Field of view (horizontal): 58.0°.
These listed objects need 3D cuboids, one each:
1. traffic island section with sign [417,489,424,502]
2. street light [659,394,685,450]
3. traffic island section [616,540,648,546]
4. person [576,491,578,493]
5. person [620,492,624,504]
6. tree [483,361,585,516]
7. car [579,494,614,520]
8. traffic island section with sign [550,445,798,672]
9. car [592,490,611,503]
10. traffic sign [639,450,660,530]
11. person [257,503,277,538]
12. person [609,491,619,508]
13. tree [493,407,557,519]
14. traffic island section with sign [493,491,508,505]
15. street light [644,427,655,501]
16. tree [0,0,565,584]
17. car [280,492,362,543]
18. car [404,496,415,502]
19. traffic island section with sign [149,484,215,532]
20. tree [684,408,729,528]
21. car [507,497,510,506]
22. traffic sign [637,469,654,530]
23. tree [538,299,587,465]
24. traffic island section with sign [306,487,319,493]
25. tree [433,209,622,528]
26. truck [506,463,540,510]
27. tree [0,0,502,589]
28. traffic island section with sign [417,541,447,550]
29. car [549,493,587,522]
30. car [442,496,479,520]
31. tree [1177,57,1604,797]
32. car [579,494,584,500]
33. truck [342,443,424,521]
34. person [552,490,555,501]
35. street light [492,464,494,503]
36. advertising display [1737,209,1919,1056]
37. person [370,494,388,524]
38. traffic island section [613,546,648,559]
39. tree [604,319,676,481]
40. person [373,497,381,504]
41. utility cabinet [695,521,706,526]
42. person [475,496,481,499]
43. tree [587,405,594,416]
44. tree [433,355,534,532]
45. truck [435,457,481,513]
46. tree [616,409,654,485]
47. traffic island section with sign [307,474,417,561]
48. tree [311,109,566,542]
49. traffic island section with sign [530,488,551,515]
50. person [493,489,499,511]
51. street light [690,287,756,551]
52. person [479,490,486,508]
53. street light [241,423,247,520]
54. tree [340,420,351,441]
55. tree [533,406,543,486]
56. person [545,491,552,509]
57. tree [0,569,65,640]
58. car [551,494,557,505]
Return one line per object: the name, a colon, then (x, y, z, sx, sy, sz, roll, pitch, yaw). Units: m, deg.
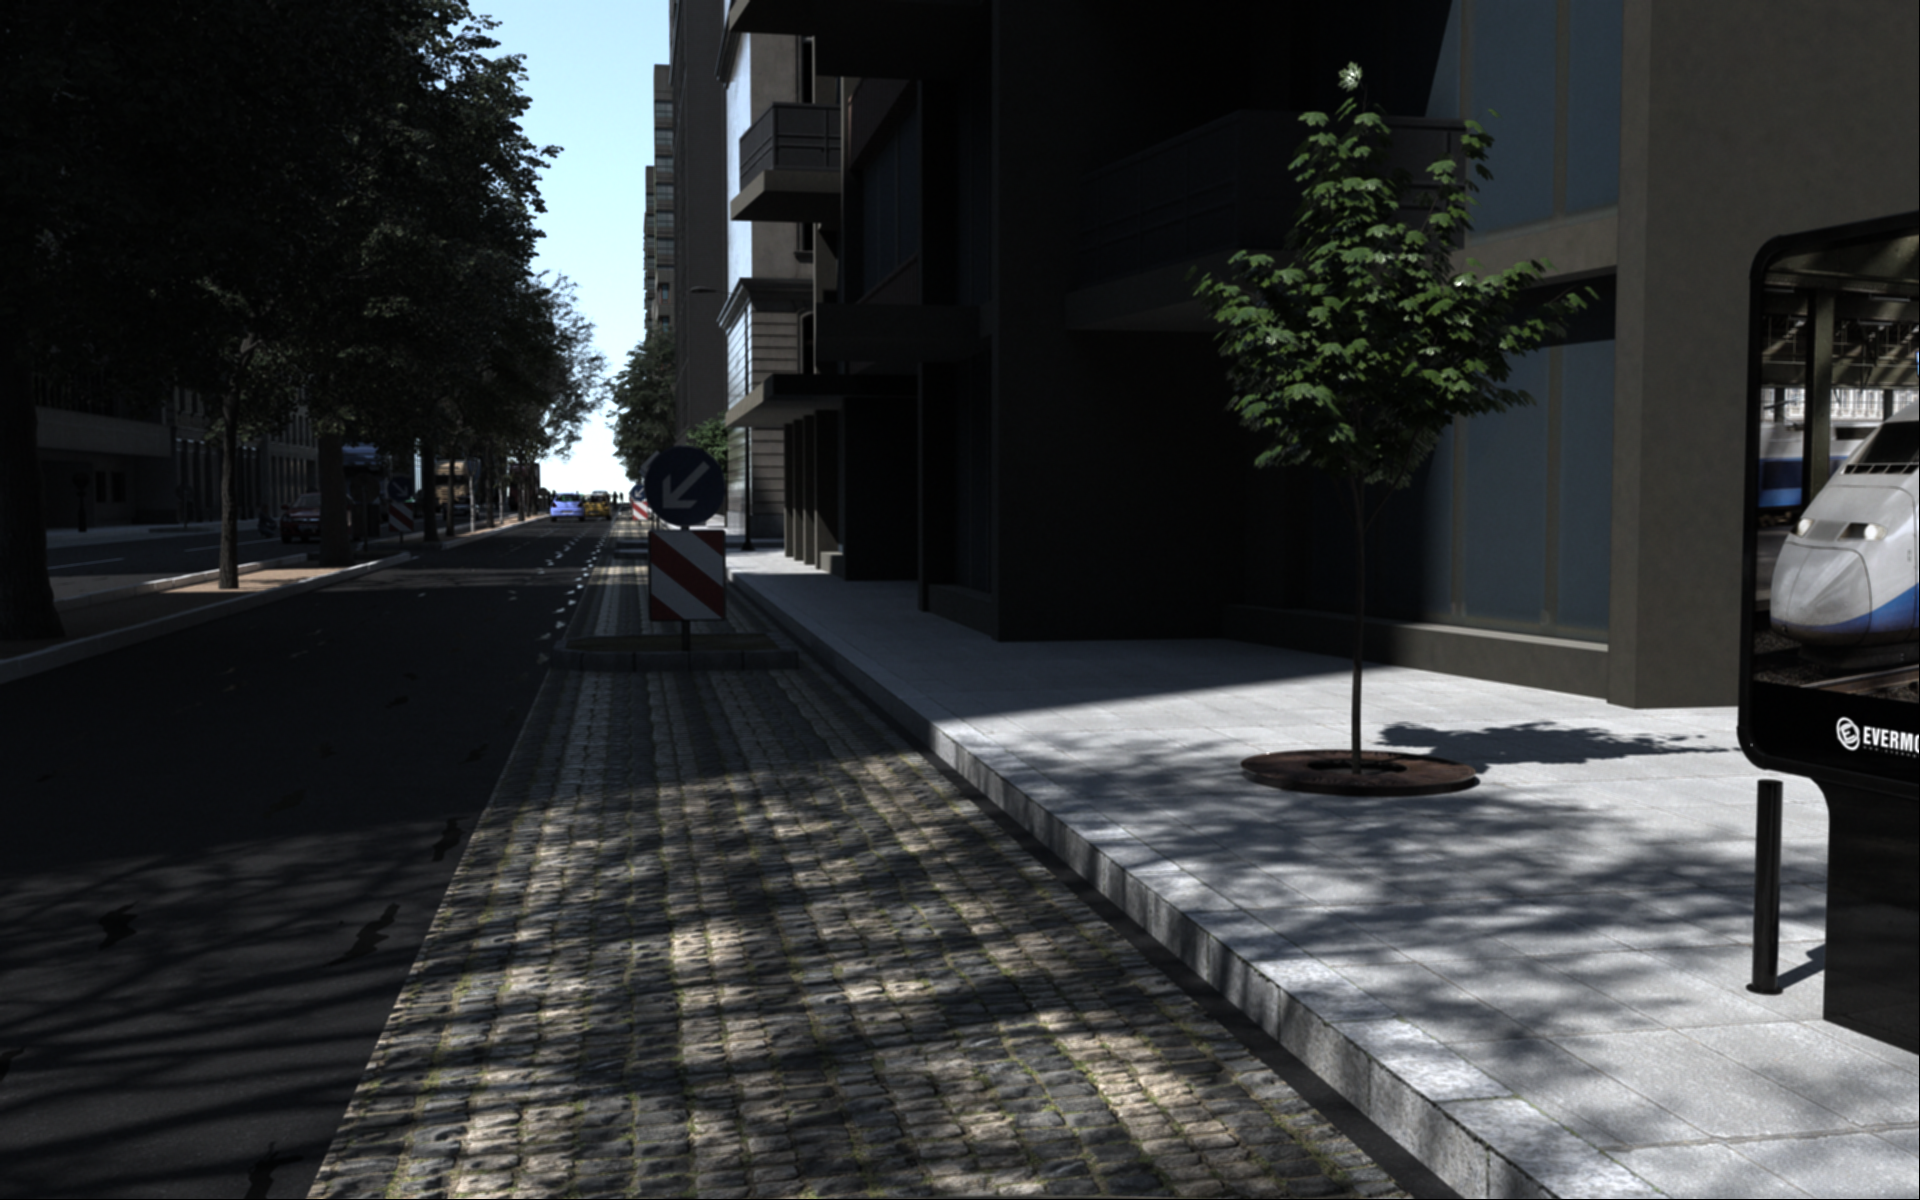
traffic island section with sign: (-43.756, -8.085, 140.815, 1.989, 1.847, 2.006, -1, 4, -11)
street light: (-13.198, -6.588, 80.263, 1.470, 5.913, 1.316, -1, 4, -11)
traffic island section: (-8.303, -1.511, 46.984, 2.009, 0.180, 2.903, -1, 4, -11)
person: (-35.600, -9.281, 160.958, 1.217, 1.735, 0.721, 0, 4, 8)
person: (-47.881, -14.436, 244.979, 0.683, 1.767, 0.568, 1, 4, 12)
tree: (-28.274, -11.384, 114.333, 9.928, 11.665, 9.643, 0, 3, 0)
car: (-20.261, -5.257, 96.179, 2.015, 1.641, 3.980, -1, 4, -10)
traffic island section with sign: (-2.476, -0.378, 14.814, 1.989, 1.847, 2.006, -1, 4, -11)
car: (-37.270, -10.439, 179.343, 2.281, 1.827, 5.304, -1, 4, -12)
traffic sign: (-6.821, -2.166, 39.059, 0.795, 2.450, 0.064, -1, 4, -11)
person: (-22.591, -2.611, 56.688, 0.738, 1.151, 1.012, 0, 4, -7)
person: (-34.713, -10.072, 173.909, 0.721, 1.736, 1.217, 3, 4, 39)
tree: (-24.662, -8.849, 97.507, 4.737, 8.622, 4.395, 0, 3, 0)
traffic island section with sign: (-59.452, -13.095, 222.731, 1.989, 1.847, 2.006, -1, 4, -11)
street light: (-21.171, -9.075, 120.923, 1.470, 5.913, 1.316, -1, 4, -11)
tree: (-12.384, -7.636, 33.968, 9.857, 13.997, 8.962, 0, 3, 0)
car: (-19.227, -2.639, 52.184, 2.155, 1.783, 4.494, -1, 4, -10)
car: (-40.867, -7.212, 126.704, 1.959, 1.807, 4.718, -1, 4, -13)
traffic island section with sign: (-29.284, -3.465, 65.286, 1.989, 1.847, 2.006, -1, 4, -11)
tree: (-9.068, -5.057, 66.398, 4.285, 4.588, 4.351, 0, 3, 0)
car: (-53.397, -12.209, 208.653, 2.155, 1.783, 4.494, -1, 4, -11)
traffic sign: (-8.324, -2.646, 46.902, 0.795, 2.450, 0.064, -1, 4, -11)
tree: (-17.215, -7.406, 57.950, 8.767, 10.594, 7.601, -1, 4, -11)
traffic island section with sign: (-34.386, -5.094, 91.909, 1.989, 1.847, 2.006, -1, 4, -11)
tree: (-19.673, -9.735, 71.990, 12.009, 13.543, 11.850, 0, 3, 0)
truck: (-39.363, -10.256, 156.604, 2.839, 4.237, 11.283, -1, 4, -12)
tree: (-10.952, -5.413, 25.373, 8.767, 10.594, 7.601, -1, 4, -11)
traffic island section with sign: (-14.583, -2.282, 45.440, 2.006, 1.907, 1.989, -1, 4, -11)
car: (-20.349, -4.912, 89.900, 1.945, 1.707, 3.694, -1, 4, -12)
car: (-27.530, -5.077, 95.584, 1.945, 1.354, 3.894, -1, 4, -12)
tree: (1.723, -0.811, 7.863, 1.663, 3.219, 1.824, 0, 3, 0)
car: (-25.227, -6.390, 113.271, 1.959, 1.807, 4.718, -1, 4, -10)
truck: (-32.257, -6.544, 96.759, 2.967, 4.110, 18.799, -1, 4, -11)
person: (-37.050, -9.150, 158.126, 0.705, 1.821, 1.348, 0, 3, 0)
street light: (-64.388, -16.410, 240.845, 1.470, 5.913, 1.316, -1, 4, -11)
advertising display: (2.207, 0.074, 4.010, 0.123, 1.923, 0.974, -1, 4, -17)
person: (-27.250, -4.476, 81.907, 1.509, 1.804, 0.699, -2, 4, -24)
traffic island section: (-6.799, -1.031, 39.141, 2.009, 0.180, 2.903, -1, 4, -11)
tree: (-21.550, -13.535, 127.954, 9.857, 13.997, 8.962, 0, 3, 0)
person: (-27.210, -4.302, 80.651, 0.330, 1.601, 0.589, 1, 4, 16)
utility cabinet: (-10.693, -3.578, 69.658, 0.306, 1.237, 1.020, 3, 5, 42)
person: (-46.570, -9.665, 166.604, 1.350, 1.814, 0.705, 3, 5, 39)
tree: (-26.384, -10.302, 105.310, 8.767, 10.594, 7.601, -1, 4, -11)
tree: (-18.073, -6.802, 64.025, 4.360, 8.622, 3.978, 0, 3, 0)
truck: (-38.779, -8.843, 133.488, 2.839, 4.237, 11.283, -1, 4, -9)
tree: (-35.510, -17.520, 203.464, 9.611, 12.733, 9.660, 0, 3, 0)
traffic island section with sign: (-13.198, -1.836, 38.163, 2.006, 1.907, 1.989, -1, 4, -11)
tree: (-15.465, -7.943, 50.456, 7.486, 12.596, 7.792, 0, 3, 0)
traffic island section with sign: (-28.737, -6.795, 119.238, 2.006, 1.907, 1.989, -1, 4, -11)
person: (-39.536, -8.531, 147.620, 0.705, 1.869, 1.348, -2, 4, -28)
street light: (-5.353, -4.072, 39.122, 1.470, 5.913, 1.316, -1, 4, -11)
person: (-49.532, -10.436, 179.227, 1.348, 1.812, 0.705, 1, 4, 9)
street light: (-34.338, -6.833, 84.266, 1.470, 5.913, 1.316, -1, 4, -11)
tree: (-41.857, -9.996, 113.789, 4.737, 8.622, 4.395, 0, 3, 0)
tree: (-21.297, -7.794, 80.248, 4.360, 8.622, 3.978, 0, 3, 0)
person: (-39.224, -9.548, 165.343, 1.217, 1.736, 0.721, -1, 4, -12)
tree: (-9.232, -6.576, 16.626, 9.857, 13.997, 8.962, 0, 3, 0)
car: (-51.933, -13.099, 223.754, 1.945, 1.707, 3.694, -1, 4, -11)
